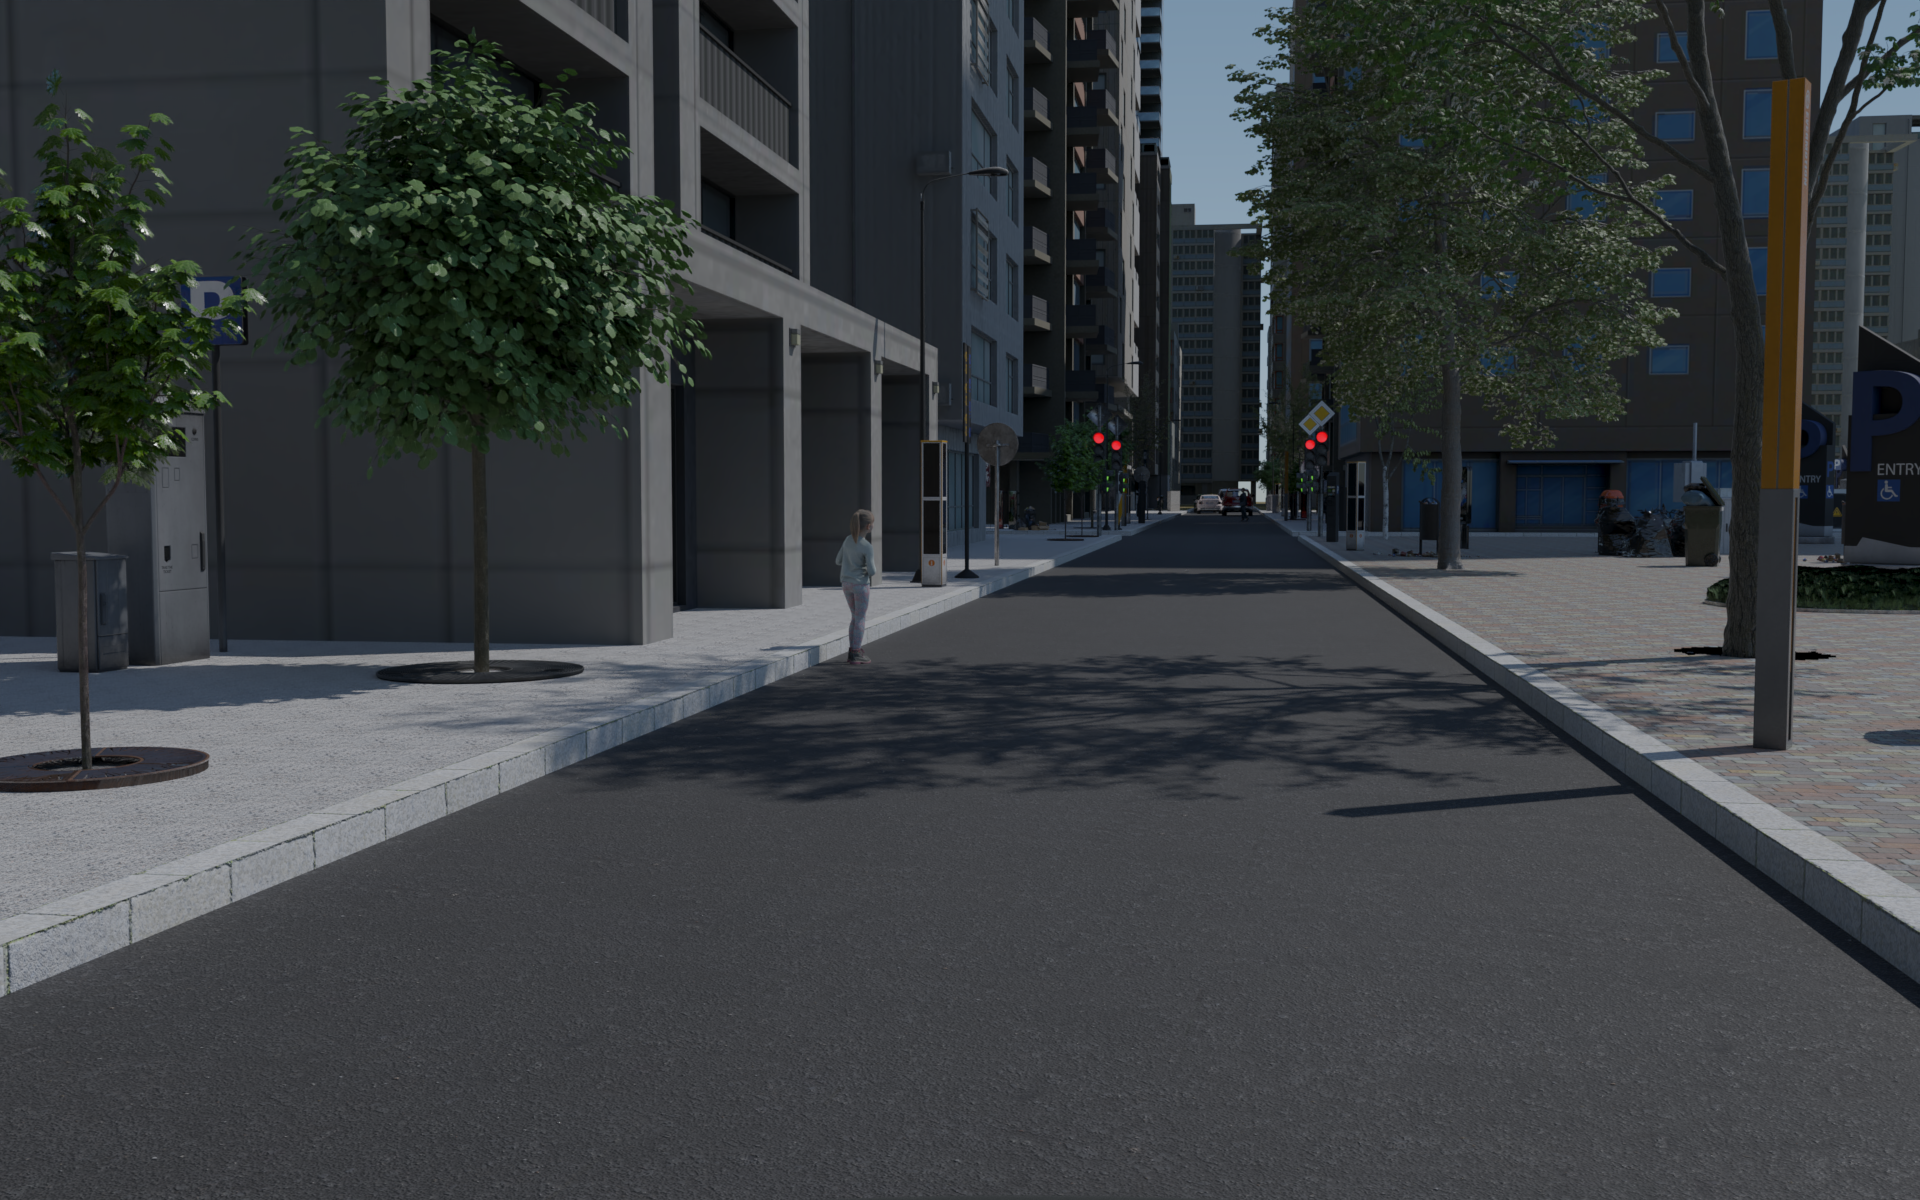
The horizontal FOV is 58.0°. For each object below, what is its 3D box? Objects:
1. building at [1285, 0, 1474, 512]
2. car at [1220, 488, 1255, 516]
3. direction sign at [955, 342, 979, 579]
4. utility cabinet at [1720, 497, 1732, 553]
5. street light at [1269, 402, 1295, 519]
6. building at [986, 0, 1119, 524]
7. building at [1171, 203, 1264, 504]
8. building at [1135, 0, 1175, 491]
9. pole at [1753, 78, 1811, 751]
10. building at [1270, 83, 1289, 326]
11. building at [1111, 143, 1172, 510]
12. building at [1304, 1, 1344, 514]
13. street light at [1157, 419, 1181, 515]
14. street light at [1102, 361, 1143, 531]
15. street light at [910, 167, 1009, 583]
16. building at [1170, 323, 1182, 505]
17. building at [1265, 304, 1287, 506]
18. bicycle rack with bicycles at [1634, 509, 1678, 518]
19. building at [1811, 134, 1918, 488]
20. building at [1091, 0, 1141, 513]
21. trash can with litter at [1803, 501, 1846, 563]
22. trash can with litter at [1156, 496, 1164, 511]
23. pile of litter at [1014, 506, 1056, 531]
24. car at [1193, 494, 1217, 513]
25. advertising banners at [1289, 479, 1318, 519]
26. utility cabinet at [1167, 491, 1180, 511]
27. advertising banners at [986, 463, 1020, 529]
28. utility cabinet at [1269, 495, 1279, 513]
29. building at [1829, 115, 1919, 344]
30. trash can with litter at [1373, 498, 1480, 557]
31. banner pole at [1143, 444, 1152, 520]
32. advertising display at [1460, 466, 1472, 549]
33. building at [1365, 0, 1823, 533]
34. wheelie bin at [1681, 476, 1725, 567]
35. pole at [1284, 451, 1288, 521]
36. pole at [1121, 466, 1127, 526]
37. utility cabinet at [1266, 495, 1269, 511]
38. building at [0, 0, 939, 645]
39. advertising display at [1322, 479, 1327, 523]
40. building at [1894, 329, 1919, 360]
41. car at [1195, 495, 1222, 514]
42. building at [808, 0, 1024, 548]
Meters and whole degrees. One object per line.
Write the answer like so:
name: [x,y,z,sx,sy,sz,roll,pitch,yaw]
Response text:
building: [35.374,-30.505,148.865,14.600,45.320,14.200,1,4,9]
car: [18.403,-6.492,114.821,2.281,1.827,5.304,1,4,10]
direction sign: [0.105,-2.103,26.374,0.379,3.537,0.876,0,4,6]
utility cabinet: [16.440,-1.623,37.698,1.020,1.237,0.306,-1,4,-20]
street light: [16.226,-7.012,87.193,1.470,5.913,1.316,1,4,9]
building: [-3.694,-26.384,86.006,22.147,44.769,28.867,1,4,9]
building: [28.911,-33.203,234.747,23.993,40.220,32.217,1,4,9]
building: [9.587,-52.104,164.579,22.319,86.520,31.000,1,4,9]
pole: [4.113,-0.907,8.665,0.158,3.312,0.155,0,3,0]
building: [45.890,-34.926,194.736,21.300,48.544,21.600,1,4,9]
building: [10.136,-22.726,143.274,14.160,30.474,14.107,1,4,9]
building: [33.017,-27.770,108.662,22.147,44.769,28.867,1,4,9]
street light: [12.967,-8.251,107.437,1.470,5.913,1.316,1,4,9]
street light: [5.695,-5.395,60.744,1.470,5.913,1.316,1,4,9]
street light: [-0.006,-3.199,24.840,1.470,5.913,1.316,1,4,9]
building: [10.431,-21.636,198.783,28.899,21.520,27.650,1,4,9]
building: [44.432,-19.892,170.277,27.650,21.520,28.899,1,4,9]
bicycle rack with bicycles: [16.566,-1.672,40.713,2.852,0.926,2.925,-1,4,-15]
building: [82.486,-30.084,183.753,23.993,40.220,32.217,1,4,9]
building: [-1.361,-32.582,121.955,28.713,52.752,27.495,1,4,9]
trash can with litter: [16.885,-1.332,32.840,1.678,1.210,2.233,1,4,15]
trash can with litter: [15.202,-7.401,132.385,0.624,1.170,1.055,-1,4,-11]
pile of litter: [2.644,-2.894,61.275,1.719,0.858,1.176,-1,4,-15]
car: [18.775,-7.493,132.302,2.009,1.686,4.222,1,4,10]
advertising banners: [17.983,-5.767,90.482,0.090,3.025,2.074,-3,4,-36]
utility cabinet: [15.696,-7.256,127.322,0.318,1.500,1.173,3,5,42]
advertising banners: [1.457,-4.117,63.507,0.090,3.025,2.074,-3,5,-40]
utility cabinet: [21.480,-6.529,117.912,0.306,1.237,1.020,1,4,20]
building: [102.663,-30.939,189.447,14.086,41.232,14.154,1,4,9]
trash can with litter: [9.519,-1.515,35.825,1.678,1.210,2.233,-2,4,-27]
banner pole: [9.248,-5.873,86.047,0.401,3.779,0.863,2,4,27]
advertising display: [11.813,-2.173,40.746,0.123,1.923,0.974,0,4,-3]
building: [21.526,-25.232,62.658,14.200,45.320,14.600,1,4,9]
wheelie bin: [13.197,-1.399,30.787,0.693,1.594,0.980,2,4,28]
pole: [15.523,-5.416,82.391,0.158,3.312,0.155,0,3,0]
pole: [6.552,-4.604,69.118,0.158,3.312,0.155,0,3,0]
utility cabinet: [23.463,-7.328,130.982,0.306,1.237,1.020,-1,4,-9]
building: [-11.159,-35.841,24.246,20.563,71.187,20.611,1,4,9]
advertising display: [16.145,-4.316,75.781,0.974,1.923,0.123,-3,5,-40]
building: [52.490,-45.789,61.319,31.000,86.520,22.319,1,4,9]
car: [18.148,-6.941,125.845,2.083,1.381,4.827,0,4,8]
building: [-5.684,-22.059,44.266,14.086,41.232,14.154,1,4,9]
